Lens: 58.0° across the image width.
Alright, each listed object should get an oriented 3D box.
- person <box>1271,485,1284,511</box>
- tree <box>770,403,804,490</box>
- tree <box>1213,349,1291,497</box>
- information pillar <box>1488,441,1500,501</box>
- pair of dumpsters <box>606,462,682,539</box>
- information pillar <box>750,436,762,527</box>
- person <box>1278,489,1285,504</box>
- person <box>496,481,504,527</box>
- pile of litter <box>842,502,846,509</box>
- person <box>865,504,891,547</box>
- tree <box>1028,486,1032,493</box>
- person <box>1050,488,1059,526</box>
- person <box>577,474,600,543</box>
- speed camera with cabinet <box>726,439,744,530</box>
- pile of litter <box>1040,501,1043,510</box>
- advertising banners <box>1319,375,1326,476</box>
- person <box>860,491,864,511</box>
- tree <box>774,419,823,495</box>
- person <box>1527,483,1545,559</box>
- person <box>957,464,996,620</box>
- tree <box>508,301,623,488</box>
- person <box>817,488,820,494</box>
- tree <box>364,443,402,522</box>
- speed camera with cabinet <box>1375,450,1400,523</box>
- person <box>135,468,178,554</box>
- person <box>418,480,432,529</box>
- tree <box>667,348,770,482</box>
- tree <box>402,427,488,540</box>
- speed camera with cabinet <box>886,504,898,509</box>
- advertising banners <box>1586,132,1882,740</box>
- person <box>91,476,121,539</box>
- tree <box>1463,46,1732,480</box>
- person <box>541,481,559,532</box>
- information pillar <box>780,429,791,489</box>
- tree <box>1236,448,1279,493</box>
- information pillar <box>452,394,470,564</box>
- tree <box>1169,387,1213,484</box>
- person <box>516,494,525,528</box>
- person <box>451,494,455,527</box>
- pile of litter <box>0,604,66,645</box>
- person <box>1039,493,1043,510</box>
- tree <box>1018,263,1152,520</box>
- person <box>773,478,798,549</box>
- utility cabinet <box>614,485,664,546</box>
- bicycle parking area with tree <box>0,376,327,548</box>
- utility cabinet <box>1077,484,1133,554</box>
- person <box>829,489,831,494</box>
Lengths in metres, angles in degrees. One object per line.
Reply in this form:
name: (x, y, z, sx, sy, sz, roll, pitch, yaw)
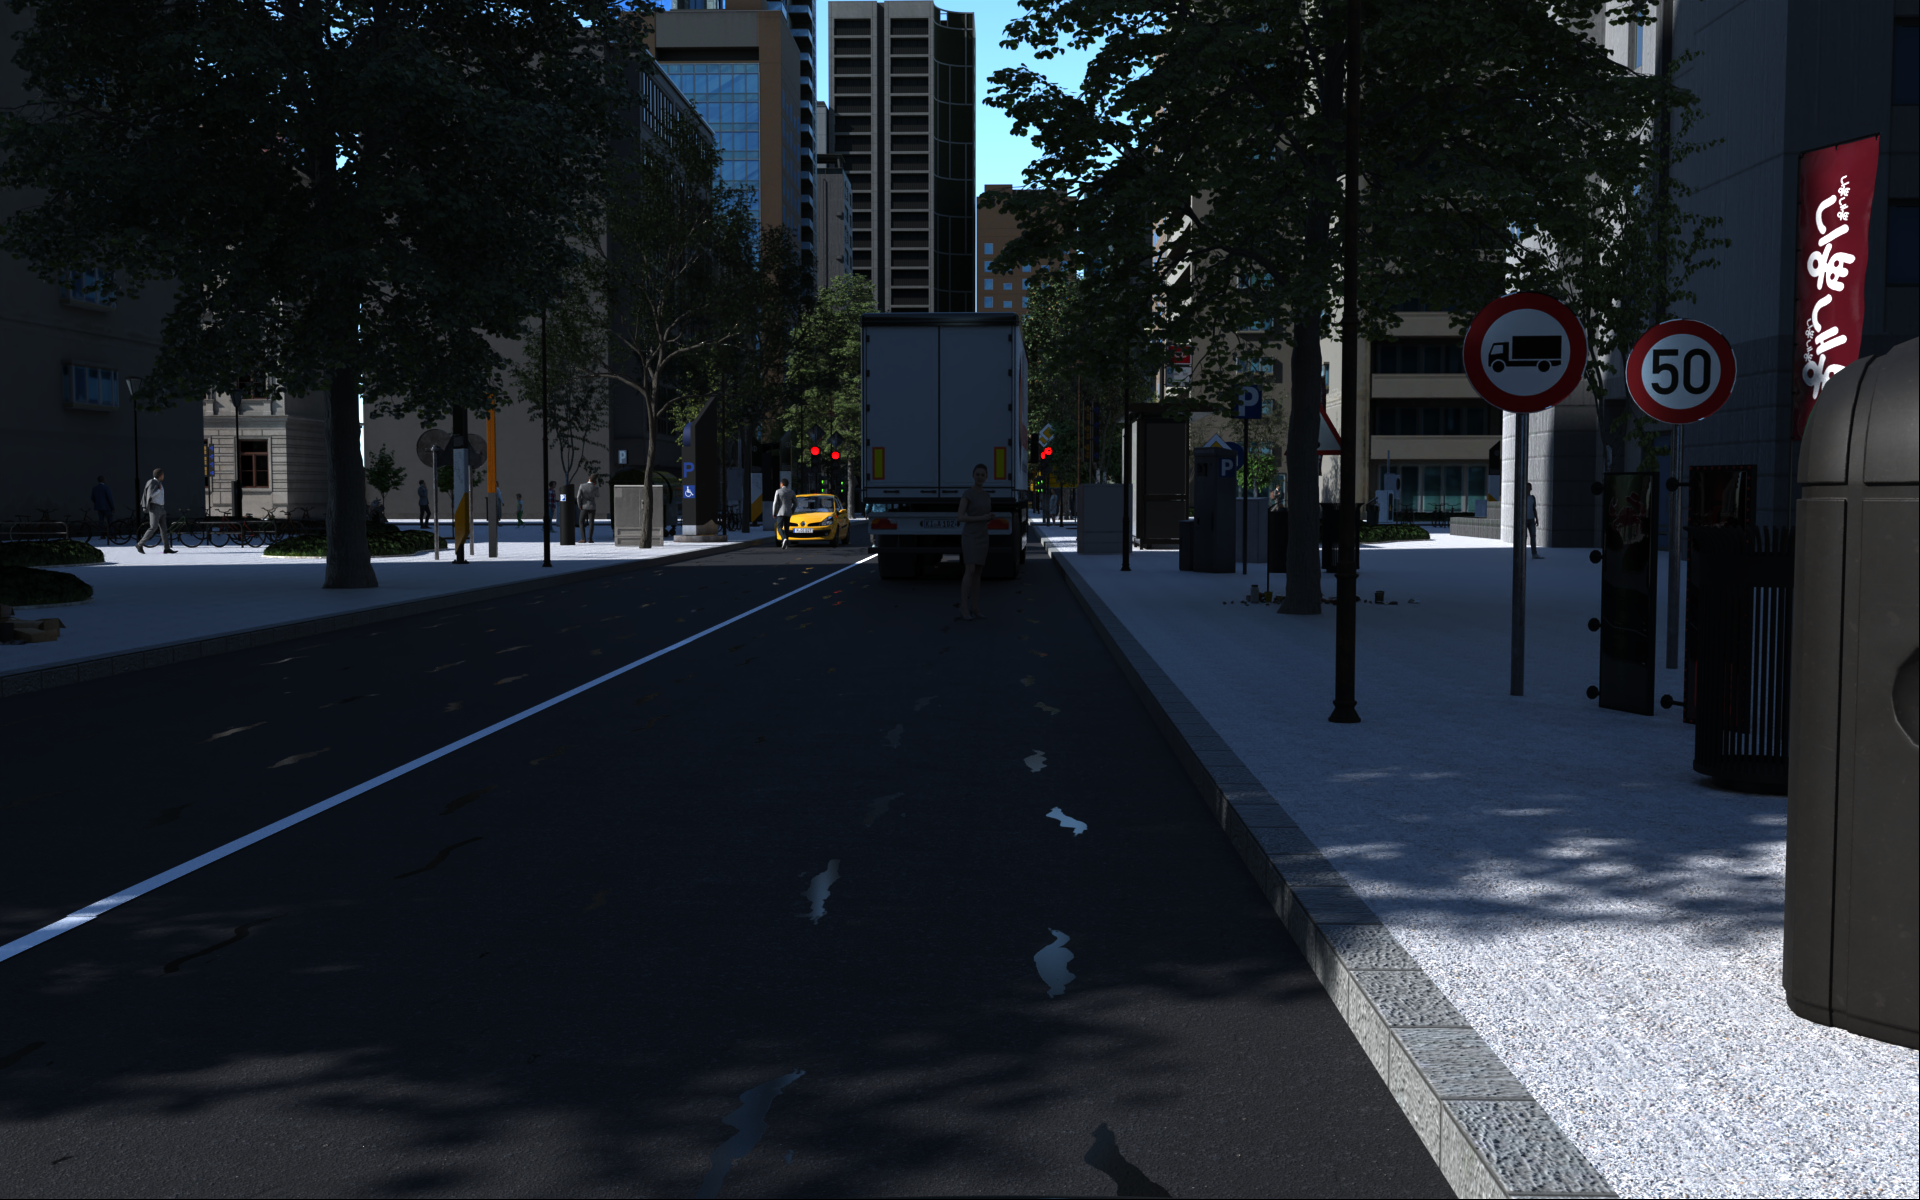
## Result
person: (18.667, -5.881, 102.164, 0.822, 1.834, 0.622, 1, 4, 13)
tree: (-11.899, -10.235, 117.700, 4.737, 8.622, 4.395, 0, 3, 0)
tree: (14.852, -8.339, 86.699, 4.360, 8.622, 3.978, 0, 3, 0)
information pillar: (23.291, -5.145, 75.476, 0.504, 3.616, 0.183, 0, 4, -5)
pair of dumpsters: (-9.259, -2.963, 50.936, 1.574, 2.255, 4.437, 0, 4, 1)
information pillar: (-8.011, -4.693, 68.085, 0.504, 3.616, 0.183, -3, 4, -38)
person: (21.527, -6.769, 116.702, 0.713, 1.824, 0.794, 1, 4, 17)
person: (-18.315, -3.792, 68.262, 0.641, 1.798, 0.478, -3, 5, -42)
pile of litter: (-6.466, -4.739, 91.442, 1.176, 0.858, 1.719, 1, 4, 17)
person: (-2.091, -2.180, 44.167, 0.660, 1.820, 0.620, 0, 4, -4)
tree: (9.160, -13.474, 214.905, 1.663, 3.219, 1.824, 0, 3, 0)
person: (3.976, -3.925, 73.682, 0.522, 1.701, 0.512, -2, 4, -26)
person: (-9.771, -2.401, 45.488, 0.592, 1.802, 0.473, 0, 4, -4)
speed camera with cabinet: (-8.132, -4.186, 62.779, 0.660, 3.252, 2.038, 0, 4, -5)
pile of litter: (7.015, -7.852, 142.341, 1.176, 0.858, 1.719, -3, 5, -40)
advertising banners: (5.378, -1.858, 26.571, 0.090, 3.025, 2.074, 0, 4, 1)
person: (-6.281, -6.596, 114.062, 0.709, 1.800, 0.728, -1, 4, -16)
tree: (-12.280, -11.254, 134.372, 4.360, 8.622, 3.978, 0, 3, 0)
person: (11.278, -1.571, 34.325, 0.503, 1.515, 0.523, -3, 4, -36)
person: (0.197, -0.674, 19.867, 0.374, 1.781, 0.599, 3, 5, 43)
tree: (-14.049, -6.824, 61.932, 4.360, 8.622, 3.978, 0, 3, 0)
person: (-11.738, -8.320, 142.617, 0.519, 1.759, 0.362, 3, 5, 39)
tree: (-21.538, -4.311, 65.094, 1.663, 3.219, 1.824, 0, 3, 0)
speed camera with cabinet: (19.126, -5.079, 77.381, 0.660, 3.252, 2.038, 2, 4, 29)
person: (-17.292, -1.901, 37.223, 0.850, 1.850, 0.679, -1, 4, -10)
person: (-19.822, -3.541, 64.124, 0.473, 1.802, 0.592, 1, 4, 16)
tree: (-12.128, -8.071, 82.321, 4.737, 8.622, 4.395, 0, 3, 0)
tree: (-14.463, -3.337, 49.163, 1.663, 3.219, 1.824, 0, 3, 0)
speed camera with cabinet: (-4.833, -9.004, 141.543, 2.038, 3.252, 0.660, -3, 4, -37)
advertising banners: (4.138, -0.810, 9.434, 0.090, 3.025, 2.074, -1, 4, -17)
person: (-24.358, -2.635, 49.311, 0.721, 1.800, 0.419, 0, 4, 2)
tree: (10.277, -4.728, 27.657, 4.737, 8.622, 4.395, 0, 3, 0)
person: (-13.681, -3.114, 57.793, 0.643, 1.720, 0.563, -1, 4, -20)
information pillar: (-6.294, -4.355, 62.554, 0.183, 3.616, 0.504, 3, 5, 41)
tree: (20.417, -8.307, 119.528, 4.285, 4.588, 4.351, 0, 3, 0)
information pillar: (-9.148, -2.469, 31.725, 0.183, 3.616, 0.504, -3, 5, -39)
tree: (15.122, -9.993, 113.747, 4.360, 8.622, 3.978, 0, 3, 0)
person: (-16.533, -3.354, 65.135, 0.306, 1.304, 0.590, 2, 4, 26)
person: (-18.921, -3.623, 65.556, 0.850, 1.792, 0.678, 1, 4, 22)
pile of litter: (-8.599, -0.085, 15.361, 1.176, 0.858, 1.719, -2, 4, -27)
person: (6.458, -8.161, 139.681, 0.606, 1.804, 0.583, -3, 5, -44)
tree: (5.330, -10.335, 85.980, 9.611, 12.733, 9.660, 0, 3, 0)
person: (-4.541, -2.250, 45.140, 0.661, 1.843, 0.795, -2, 4, -23)
utility cabinet: (-7.871, -2.066, 42.459, 1.173, 1.500, 0.318, -1, 4, -10)
bicycle parking area with tree: (-20.106, -3.544, 44.949, 9.016, 4.147, 8.231, 1, 4, 17)
utility cabinet: (3.090, -1.731, 36.977, 1.173, 1.500, 0.318, -1, 4, -22)
person: (-13.417, -10.548, 178.522, 0.705, 1.822, 1.348, 0, 4, -2)
